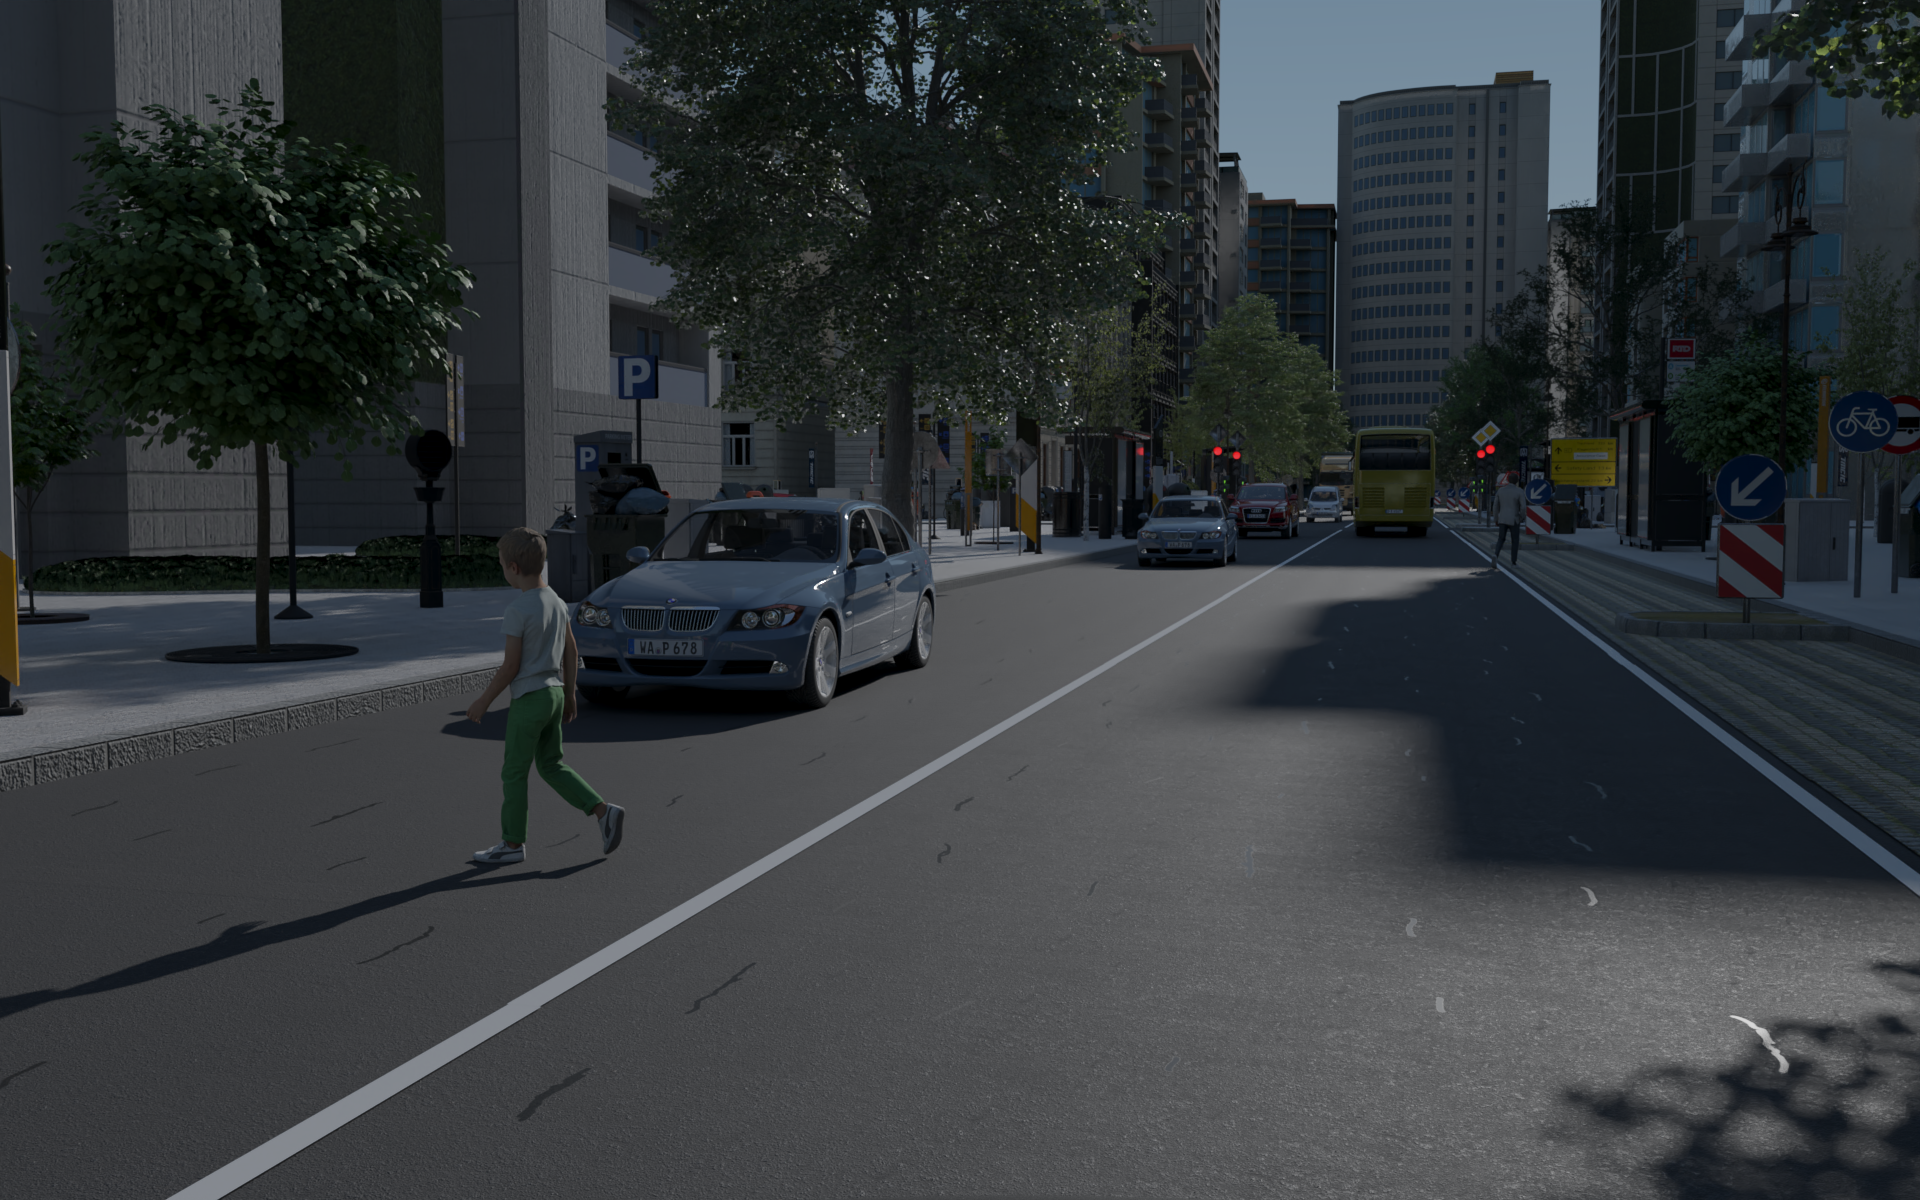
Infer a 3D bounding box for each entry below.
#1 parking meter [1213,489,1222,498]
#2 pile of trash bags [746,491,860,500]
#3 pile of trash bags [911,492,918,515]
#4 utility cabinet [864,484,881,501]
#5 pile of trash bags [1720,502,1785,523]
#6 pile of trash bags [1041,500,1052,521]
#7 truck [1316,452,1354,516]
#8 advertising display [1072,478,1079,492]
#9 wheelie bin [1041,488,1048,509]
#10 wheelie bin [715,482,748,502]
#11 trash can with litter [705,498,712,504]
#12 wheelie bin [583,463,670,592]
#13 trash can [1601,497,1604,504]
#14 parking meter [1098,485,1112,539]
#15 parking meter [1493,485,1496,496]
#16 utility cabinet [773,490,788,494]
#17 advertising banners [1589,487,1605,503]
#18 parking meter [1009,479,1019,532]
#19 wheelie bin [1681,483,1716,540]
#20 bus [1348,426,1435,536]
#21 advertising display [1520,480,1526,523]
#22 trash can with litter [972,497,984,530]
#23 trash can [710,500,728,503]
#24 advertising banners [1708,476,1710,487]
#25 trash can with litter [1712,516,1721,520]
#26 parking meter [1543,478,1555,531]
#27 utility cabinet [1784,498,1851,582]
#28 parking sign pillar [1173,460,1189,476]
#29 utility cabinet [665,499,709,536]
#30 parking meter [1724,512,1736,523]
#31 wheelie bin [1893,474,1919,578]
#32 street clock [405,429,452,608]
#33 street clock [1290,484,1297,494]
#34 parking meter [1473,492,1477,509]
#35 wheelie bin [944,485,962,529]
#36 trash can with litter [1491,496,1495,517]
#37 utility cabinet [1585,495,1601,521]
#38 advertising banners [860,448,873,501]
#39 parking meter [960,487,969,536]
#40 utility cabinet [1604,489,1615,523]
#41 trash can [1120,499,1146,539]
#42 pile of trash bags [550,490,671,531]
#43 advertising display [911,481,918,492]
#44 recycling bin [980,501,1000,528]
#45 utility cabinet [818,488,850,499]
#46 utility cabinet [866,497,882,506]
[{"bbox_3d":[11.675,-4.290,78.545,0.372,1.533,0.369,0,3,0],"label":"parking meter"},{"bbox_3d":[-4.956,-2.656,53.176,3.447,1.369,1.912,-2,4,-25],"label":"pile of trash bags"},{"bbox_3d":[-2.940,-3.661,69.612,3.447,1.369,1.912,3,4,36],"label":"pile of trash bags"},{"bbox_3d":[-1.799,-1.911,39.928,0.318,1.500,1.173,2,4,25],"label":"utility cabinet"},{"bbox_3d":[28.500,-3.127,60.882,3.447,1.369,1.912,1,4,13],"label":"pile of trash bags"},{"bbox_3d":[2.907,-4.410,81.852,3.447,1.369,1.912,-2,4,-28],"label":"pile of trash bags"},{"bbox_3d":[26.036,-7.899,118.054,2.839,4.237,11.283,1,4,16],"label":"truck"},{"bbox_3d":[4.897,-3.992,70.484,0.123,1.923,0.974,3,5,40],"label":"advertising display"},{"bbox_3d":[3.912,-4.714,84.988,0.693,1.594,0.980,-2,4,-23],"label":"wheelie bin"},{"bbox_3d":[-6.239,-2.397,47.102,0.980,1.594,0.693,-3,5,-42],"label":"wheelie bin"},{"bbox_3d":[-6.230,-2.084,45.456,1.055,1.170,0.624,0,4,6],"label":"trash can with litter"},{"bbox_3d":[-3.426,-0.609,17.871,0.980,1.594,0.693,1,4,22],"label":"wheelie bin"},{"bbox_3d":[34.131,-4.964,92.813,0.748,1.137,0.748,0,3,0],"label":"trash can"},{"bbox_3d":[4.140,-2.507,49.400,0.372,1.533,0.369,0,3,0],"label":"parking meter"},{"bbox_3d":[34.120,-6.433,110.893,0.255,1.863,0.399,2,4,28],"label":"parking meter"},{"bbox_3d":[-9.085,-4.789,86.976,0.318,1.500,1.173,2,4,30],"label":"utility cabinet"},{"bbox_3d":[37.940,-6.423,101.210,2.074,3.025,0.090,2,4,26],"label":"advertising banners"},{"bbox_3d":[1.897,-3.264,59.073,0.399,1.863,0.255,1,4,10],"label":"parking meter"},{"bbox_3d":[20.457,-2.446,47.895,0.980,1.594,0.693,-2,4,-31],"label":"wheelie bin"},{"bbox_3d":[15.322,-4.293,61.739,2.896,3.916,12.252,1,4,12],"label":"bus"},{"bbox_3d":[25.043,-4.394,77.056,0.123,1.923,0.974,1,4,23],"label":"advertising display"},{"bbox_3d":[0.505,-3.064,61.486,0.624,1.170,1.055,0,4,6],"label":"trash can with litter"},{"bbox_3d":[-5.848,-1.927,43.153,0.748,1.137,0.748,0,3,0],"label":"trash can"},{"bbox_3d":[60.008,-8.649,137.606,2.074,3.025,0.090,0,4,-3],"label":"advertising banners"},{"bbox_3d":[37.684,-4.649,87.066,1.678,1.210,2.233,2,4,27],"label":"trash can with litter"},{"bbox_3d":[20.765,-3.385,61.061,0.399,1.863,0.255,2,4,26],"label":"parking meter"},{"bbox_3d":[12.650,-0.881,25.566,1.020,1.237,0.306,-1,4,-22],"label":"utility cabinet"},{"bbox_3d":[15.175,-8.058,120.220,1.447,3.967,1.447,1,4,21],"label":"parking sign pillar"},{"bbox_3d":[-3.817,-0.795,24.152,0.306,1.237,1.020,-2,4,-30],"label":"utility cabinet"},{"bbox_3d":[26.278,-3.097,59.047,0.372,1.533,0.369,0,3,0],"label":"parking meter"},{"bbox_3d":[14.782,-1.142,26.586,0.693,1.594,0.980,0,4,7],"label":"wheelie bin"},{"bbox_3d":[-5.972,-0.914,19.515,0.358,2.002,0.471,3,5,40],"label":"street clock"},{"bbox_3d":[23.856,-7.295,123.840,0.471,2.002,0.358,-2,4,-28],"label":"street clock"},{"bbox_3d":[43.049,-8.348,144.900,0.372,1.533,0.369,0,3,0],"label":"parking meter"},{"bbox_3d":[-0.144,-3.373,63.061,0.693,1.594,0.980,-3,5,-40],"label":"wheelie bin"},{"bbox_3d":[30.548,-5.365,99.102,0.624,1.170,1.055,1,4,20],"label":"trash can with litter"},{"bbox_3d":[30.113,-4.389,82.922,1.020,1.237,0.306,0,4,8],"label":"utility cabinet"},{"bbox_3d":[-3.485,-4.212,65.059,0.090,3.025,2.074,1,4,11],"label":"advertising banners"},{"bbox_3d":[0.194,-2.744,53.268,0.372,1.533,0.369,0,3,0],"label":"parking meter"},{"bbox_3d":[28.362,-4.086,75.481,0.318,1.500,1.173,2,4,30],"label":"utility cabinet"},{"bbox_3d":[4.914,-2.299,49.244,0.748,1.137,0.748,0,3,0],"label":"trash can"},{"bbox_3d":[-7.767,-1.825,39.598,1.912,1.369,3.447,2,4,28],"label":"pile of trash bags"},{"bbox_3d":[-2.437,-4.838,84.309,0.974,1.923,0.123,-1,4,-21],"label":"advertising display"},{"bbox_3d":[1.068,-3.231,65.380,0.722,1.027,0.722,-1,4,-17],"label":"recycling bin"},{"bbox_3d":[-4.714,-3.422,64.630,1.173,1.500,0.318,-2,4,-24],"label":"utility cabinet"},{"bbox_3d":[-1.575,-1.426,34.470,0.306,1.237,1.020,1,4,13],"label":"utility cabinet"}]
